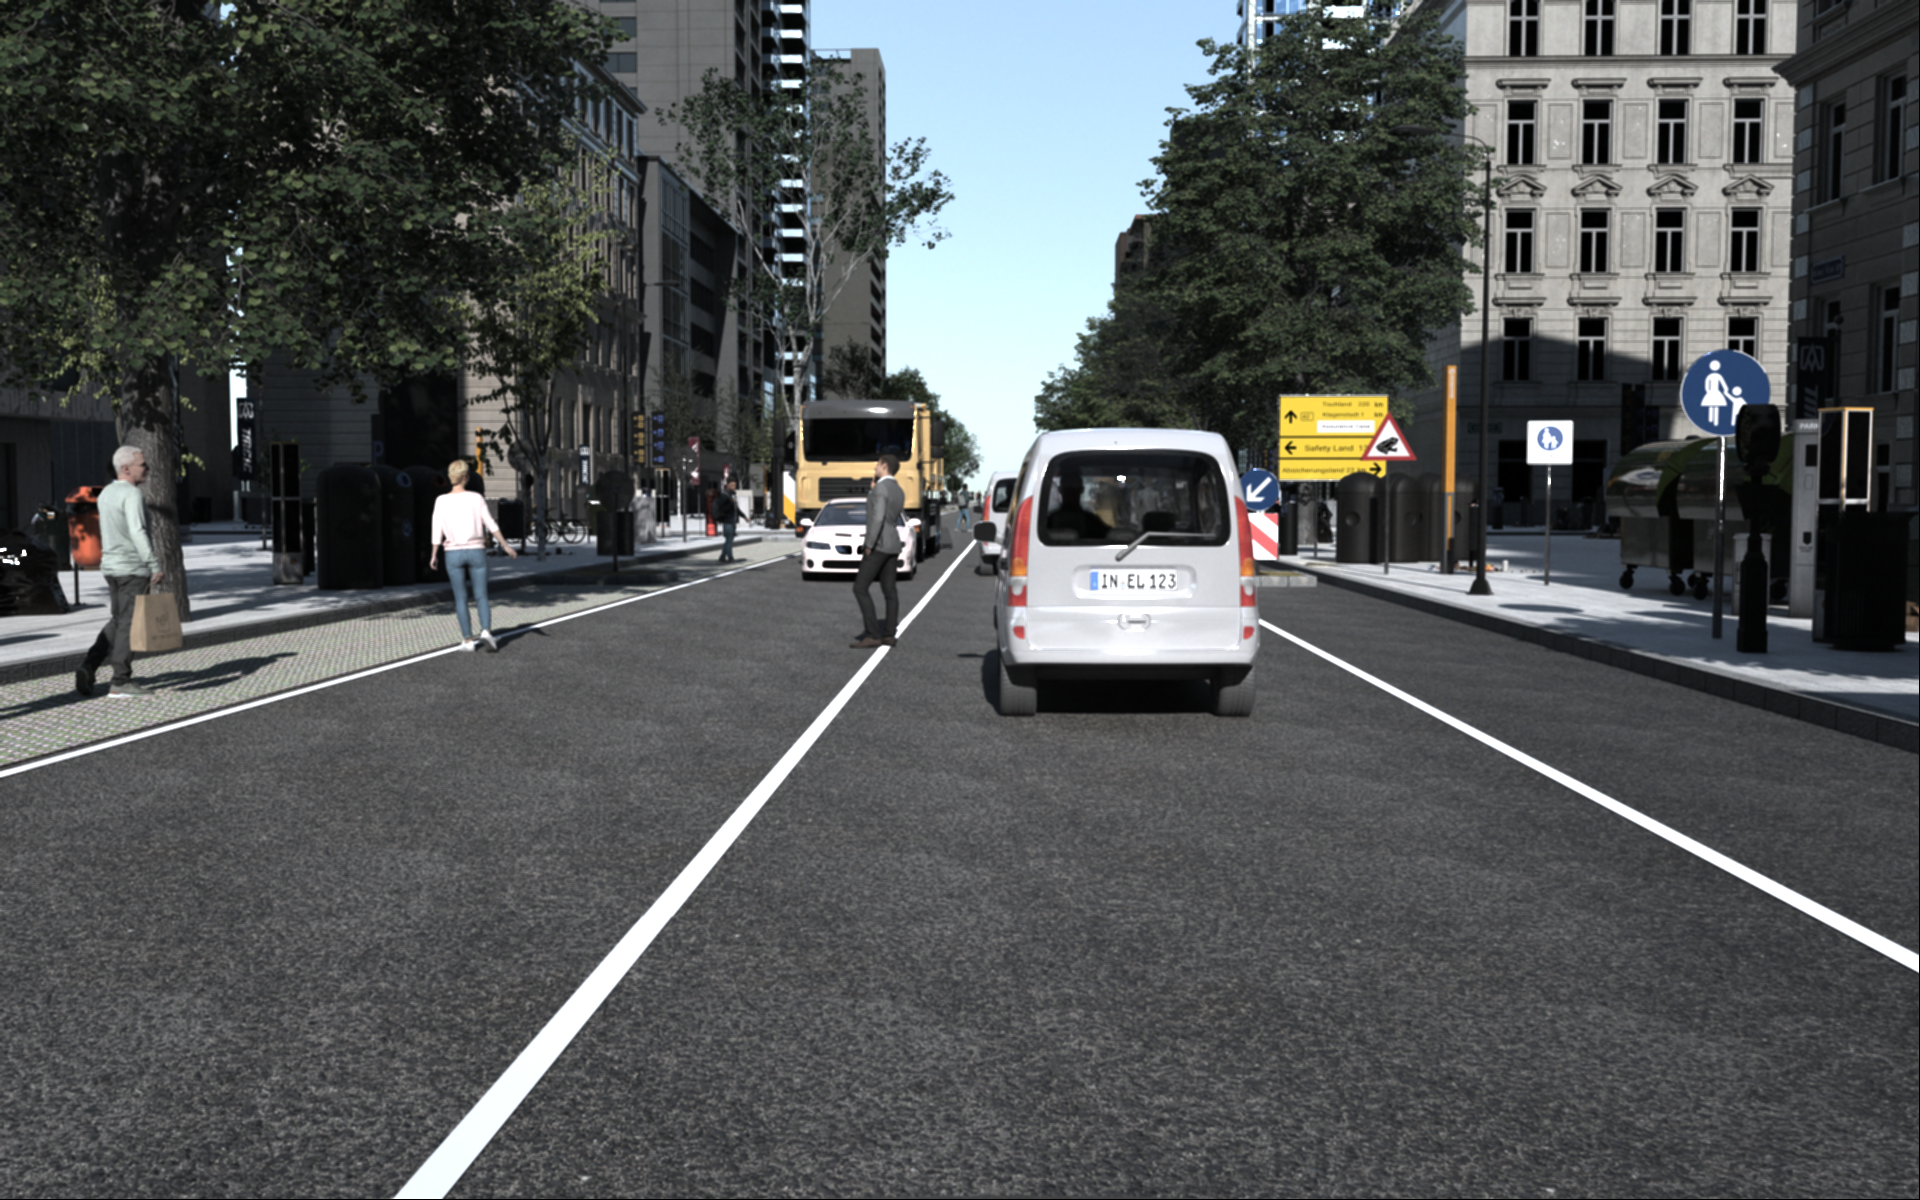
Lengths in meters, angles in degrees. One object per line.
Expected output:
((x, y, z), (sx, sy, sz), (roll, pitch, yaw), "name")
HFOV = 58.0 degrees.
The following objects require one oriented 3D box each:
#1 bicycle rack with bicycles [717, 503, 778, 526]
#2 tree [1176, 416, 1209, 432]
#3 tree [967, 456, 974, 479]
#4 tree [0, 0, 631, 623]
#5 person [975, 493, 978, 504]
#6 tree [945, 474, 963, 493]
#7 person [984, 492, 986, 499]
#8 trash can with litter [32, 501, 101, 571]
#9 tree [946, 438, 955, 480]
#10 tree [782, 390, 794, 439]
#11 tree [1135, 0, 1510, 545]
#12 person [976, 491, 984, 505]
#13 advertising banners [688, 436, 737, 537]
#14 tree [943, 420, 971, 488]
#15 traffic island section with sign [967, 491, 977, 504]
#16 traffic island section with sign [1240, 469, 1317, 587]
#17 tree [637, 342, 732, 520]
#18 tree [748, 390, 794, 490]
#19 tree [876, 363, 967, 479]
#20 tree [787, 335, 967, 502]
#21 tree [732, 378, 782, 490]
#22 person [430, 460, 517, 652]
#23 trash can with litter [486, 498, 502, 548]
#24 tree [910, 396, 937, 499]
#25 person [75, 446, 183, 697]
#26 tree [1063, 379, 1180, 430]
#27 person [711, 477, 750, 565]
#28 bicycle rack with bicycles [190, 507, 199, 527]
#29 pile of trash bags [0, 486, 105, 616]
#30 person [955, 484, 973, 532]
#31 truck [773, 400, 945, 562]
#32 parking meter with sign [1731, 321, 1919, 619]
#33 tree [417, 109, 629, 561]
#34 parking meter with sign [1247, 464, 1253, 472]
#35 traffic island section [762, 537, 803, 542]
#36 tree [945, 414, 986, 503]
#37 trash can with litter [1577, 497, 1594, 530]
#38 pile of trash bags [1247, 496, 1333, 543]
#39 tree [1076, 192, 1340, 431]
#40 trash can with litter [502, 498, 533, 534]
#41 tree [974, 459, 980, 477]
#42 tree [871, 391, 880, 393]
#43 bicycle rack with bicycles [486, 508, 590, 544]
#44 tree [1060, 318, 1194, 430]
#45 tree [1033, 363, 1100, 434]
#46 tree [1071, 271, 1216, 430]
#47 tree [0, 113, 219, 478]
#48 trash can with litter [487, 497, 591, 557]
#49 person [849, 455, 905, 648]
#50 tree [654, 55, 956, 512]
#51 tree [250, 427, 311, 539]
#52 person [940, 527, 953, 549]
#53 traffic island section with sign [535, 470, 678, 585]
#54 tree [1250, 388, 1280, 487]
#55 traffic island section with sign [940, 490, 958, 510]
((-8.807, -3.487, 70.395), (2.925, 0.926, 2.852), (-2, 4, -29), "bicycle rack with bicycles")
((16.559, -11.016, 130.480), (4.737, 8.622, 4.395), (0, 3, 0), "tree")
((-3.923, -14.622, 173.479), (7.601, 10.594, 8.767), (-1, 4, -19), "tree")
((-7.938, -6.743, 16.911), (9.857, 13.997, 8.962), (0, 3, 0), "tree")
((2.358, -14.624, 249.073), (0.593, 1.643, 0.415), (1, 4, 14), "person")
((-1.068, -17.925, 276.789), (4.285, 4.588, 4.351), (0, 3, 0), "tree")
((2.895, -11.662, 199.850), (0.721, 1.739, 1.217), (-2, 4, -24), "person")
((-14.894, -1.076, 28.977), (1.055, 1.170, 0.624), (-3, 4, -38), "trash can with litter")
((-2.517, -15.559, 204.746), (4.360, 8.622, 3.978), (0, 3, 0), "tree")
((-11.407, -9.870, 111.733), (4.360, 8.622, 3.978), (0, 3, 0), "tree")
((8.610, -8.363, 43.390), (9.857, 13.997, 8.962), (0, 3, 0), "tree")
((2.319, -11.906, 203.180), (1.348, 1.822, 0.705), (-3, 5, -43), "person")
((-7.464, -3.418, 52.070), (2.074, 3.025, 0.090), (3, 5, 40), "advertising banners")
((-2.237, -18.780, 232.815), (9.928, 11.665, 9.643), (0, 3, 0), "tree")
((2.009, -15.999, 270.216), (1.989, 1.847, 2.006), (0, 4, 2), "traffic island section with sign")
((4.567, -1.170, 27.757), (1.989, 1.847, 2.006), (0, 4, 2), "traffic island section with sign")
((-13.524, -8.212, 84.627), (4.360, 8.622, 3.978), (0, 3, 0), "tree")
((-13.043, -10.488, 121.844), (4.737, 8.622, 4.395), (0, 3, 0), "tree")
((-4.626, -14.394, 152.343), (9.611, 12.733, 9.660), (0, 3, 0), "tree")
((-5.558, -10.200, 101.183), (8.767, 10.594, 7.601), (-3, 5, -43), "tree")
((-13.394, -9.497, 105.632), (4.360, 8.622, 3.978), (0, 3, 0), "tree")
((-4.381, -0.400, 15.712), (0.731, 1.740, 0.598), (-2, 4, -31), "person")
((-11.501, -1.812, 41.016), (0.624, 1.170, 1.055), (2, 4, 24), "trash can with litter")
((-4.260, -10.856, 127.865), (4.360, 8.622, 3.978), (0, 3, 0), "tree")
((-5.821, -0.190, 12.098), (0.782, 1.767, 0.515), (3, 5, 40), "person")
((11.119, -11.439, 121.435), (8.767, 10.594, 7.601), (-2, 4, -35), "tree")
((-4.629, -1.588, 34.809), (0.721, 1.781, 0.623), (0, 4, 5), "person")
((-31.761, -3.351, 68.172), (2.925, 0.926, 2.852), (3, 5, 40), "bicycle rack with bicycles")
((-10.422, -0.541, 18.591), (1.912, 1.369, 3.447), (1, 4, 18), "pile of trash bags")
((0.147, -3.458, 65.031), (0.713, 1.824, 0.794), (-1, 4, -19), "person")
((-1.890, -2.604, 38.503), (3.469, 3.379, 9.791), (0, 4, 2), "truck")
((8.933, -1.319, 17.828), (1.738, 3.016, 0.543), (2, 4, 27), "parking meter with sign")
((-8.215, -5.067, 33.205), (4.737, 8.622, 4.395), (0, 3, 0), "tree")
((17.265, -6.272, 98.804), (1.738, 3.016, 0.543), (3, 4, 36), "parking meter with sign")
((-4.863, -1.865, 52.777), (2.009, 0.180, 2.903), (0, 4, 2), "traffic island section")
((-1.185, -21.601, 263.539), (12.009, 13.543, 11.850), (0, 3, 0), "tree")
((22.457, -3.118, 62.366), (0.624, 1.170, 1.055), (1, 4, 10), "trash can with litter")
((9.601, -2.212, 45.923), (3.447, 1.369, 1.912), (2, 4, 26), "pile of trash bags")
((9.550, -9.583, 67.053), (12.009, 13.543, 11.850), (0, 3, 0), "tree")
((-13.629, -2.550, 53.079), (1.055, 1.170, 0.624), (1, 4, 12), "trash can with litter")
((-0.282, -21.933, 293.018), (8.767, 10.594, 7.601), (1, 4, 19), "tree")
((-5.562, -10.274, 118.347), (4.737, 8.622, 4.395), (0, 3, 0), "tree")
((-10.917, -1.948, 45.240), (2.925, 0.926, 2.852), (2, 4, 27), "bicycle rack with bicycles")
((9.631, -10.469, 96.922), (9.928, 11.665, 9.643), (0, 3, 0), "tree")
((11.632, -15.979, 167.911), (9.857, 13.997, 8.962), (0, 3, 0), "tree")
((9.420, -10.413, 88.377), (7.486, 12.596, 7.792), (0, 3, 0), "tree")
((-15.517, -4.991, 31.959), (4.737, 8.622, 4.395), (0, 3, 0), "tree")
((-8.996, -1.542, 36.271), (2.233, 1.210, 1.678), (-3, 4, -37), "trash can with litter")
((-0.767, -0.462, 16.239), (0.473, 1.802, 0.592), (3, 4, 38), "person")
((-5.613, -13.275, 72.938), (12.611, 20.169, 13.585), (0, 3, 0), "tree")
((-19.814, -3.384, 49.925), (1.663, 3.219, 1.824), (0, 3, 0), "tree")
((-0.880, -2.253, 45.558), (0.699, 1.804, 1.509), (-2, 4, -35), "person")
((-5.650, -1.188, 28.047), (1.989, 1.847, 2.006), (0, 4, 2), "traffic island section with sign")
((17.521, -8.893, 95.764), (4.360, 8.622, 3.978), (0, 3, 0), "tree")
((-1.458, -9.296, 160.624), (1.989, 1.847, 2.006), (0, 4, 2), "traffic island section with sign")
